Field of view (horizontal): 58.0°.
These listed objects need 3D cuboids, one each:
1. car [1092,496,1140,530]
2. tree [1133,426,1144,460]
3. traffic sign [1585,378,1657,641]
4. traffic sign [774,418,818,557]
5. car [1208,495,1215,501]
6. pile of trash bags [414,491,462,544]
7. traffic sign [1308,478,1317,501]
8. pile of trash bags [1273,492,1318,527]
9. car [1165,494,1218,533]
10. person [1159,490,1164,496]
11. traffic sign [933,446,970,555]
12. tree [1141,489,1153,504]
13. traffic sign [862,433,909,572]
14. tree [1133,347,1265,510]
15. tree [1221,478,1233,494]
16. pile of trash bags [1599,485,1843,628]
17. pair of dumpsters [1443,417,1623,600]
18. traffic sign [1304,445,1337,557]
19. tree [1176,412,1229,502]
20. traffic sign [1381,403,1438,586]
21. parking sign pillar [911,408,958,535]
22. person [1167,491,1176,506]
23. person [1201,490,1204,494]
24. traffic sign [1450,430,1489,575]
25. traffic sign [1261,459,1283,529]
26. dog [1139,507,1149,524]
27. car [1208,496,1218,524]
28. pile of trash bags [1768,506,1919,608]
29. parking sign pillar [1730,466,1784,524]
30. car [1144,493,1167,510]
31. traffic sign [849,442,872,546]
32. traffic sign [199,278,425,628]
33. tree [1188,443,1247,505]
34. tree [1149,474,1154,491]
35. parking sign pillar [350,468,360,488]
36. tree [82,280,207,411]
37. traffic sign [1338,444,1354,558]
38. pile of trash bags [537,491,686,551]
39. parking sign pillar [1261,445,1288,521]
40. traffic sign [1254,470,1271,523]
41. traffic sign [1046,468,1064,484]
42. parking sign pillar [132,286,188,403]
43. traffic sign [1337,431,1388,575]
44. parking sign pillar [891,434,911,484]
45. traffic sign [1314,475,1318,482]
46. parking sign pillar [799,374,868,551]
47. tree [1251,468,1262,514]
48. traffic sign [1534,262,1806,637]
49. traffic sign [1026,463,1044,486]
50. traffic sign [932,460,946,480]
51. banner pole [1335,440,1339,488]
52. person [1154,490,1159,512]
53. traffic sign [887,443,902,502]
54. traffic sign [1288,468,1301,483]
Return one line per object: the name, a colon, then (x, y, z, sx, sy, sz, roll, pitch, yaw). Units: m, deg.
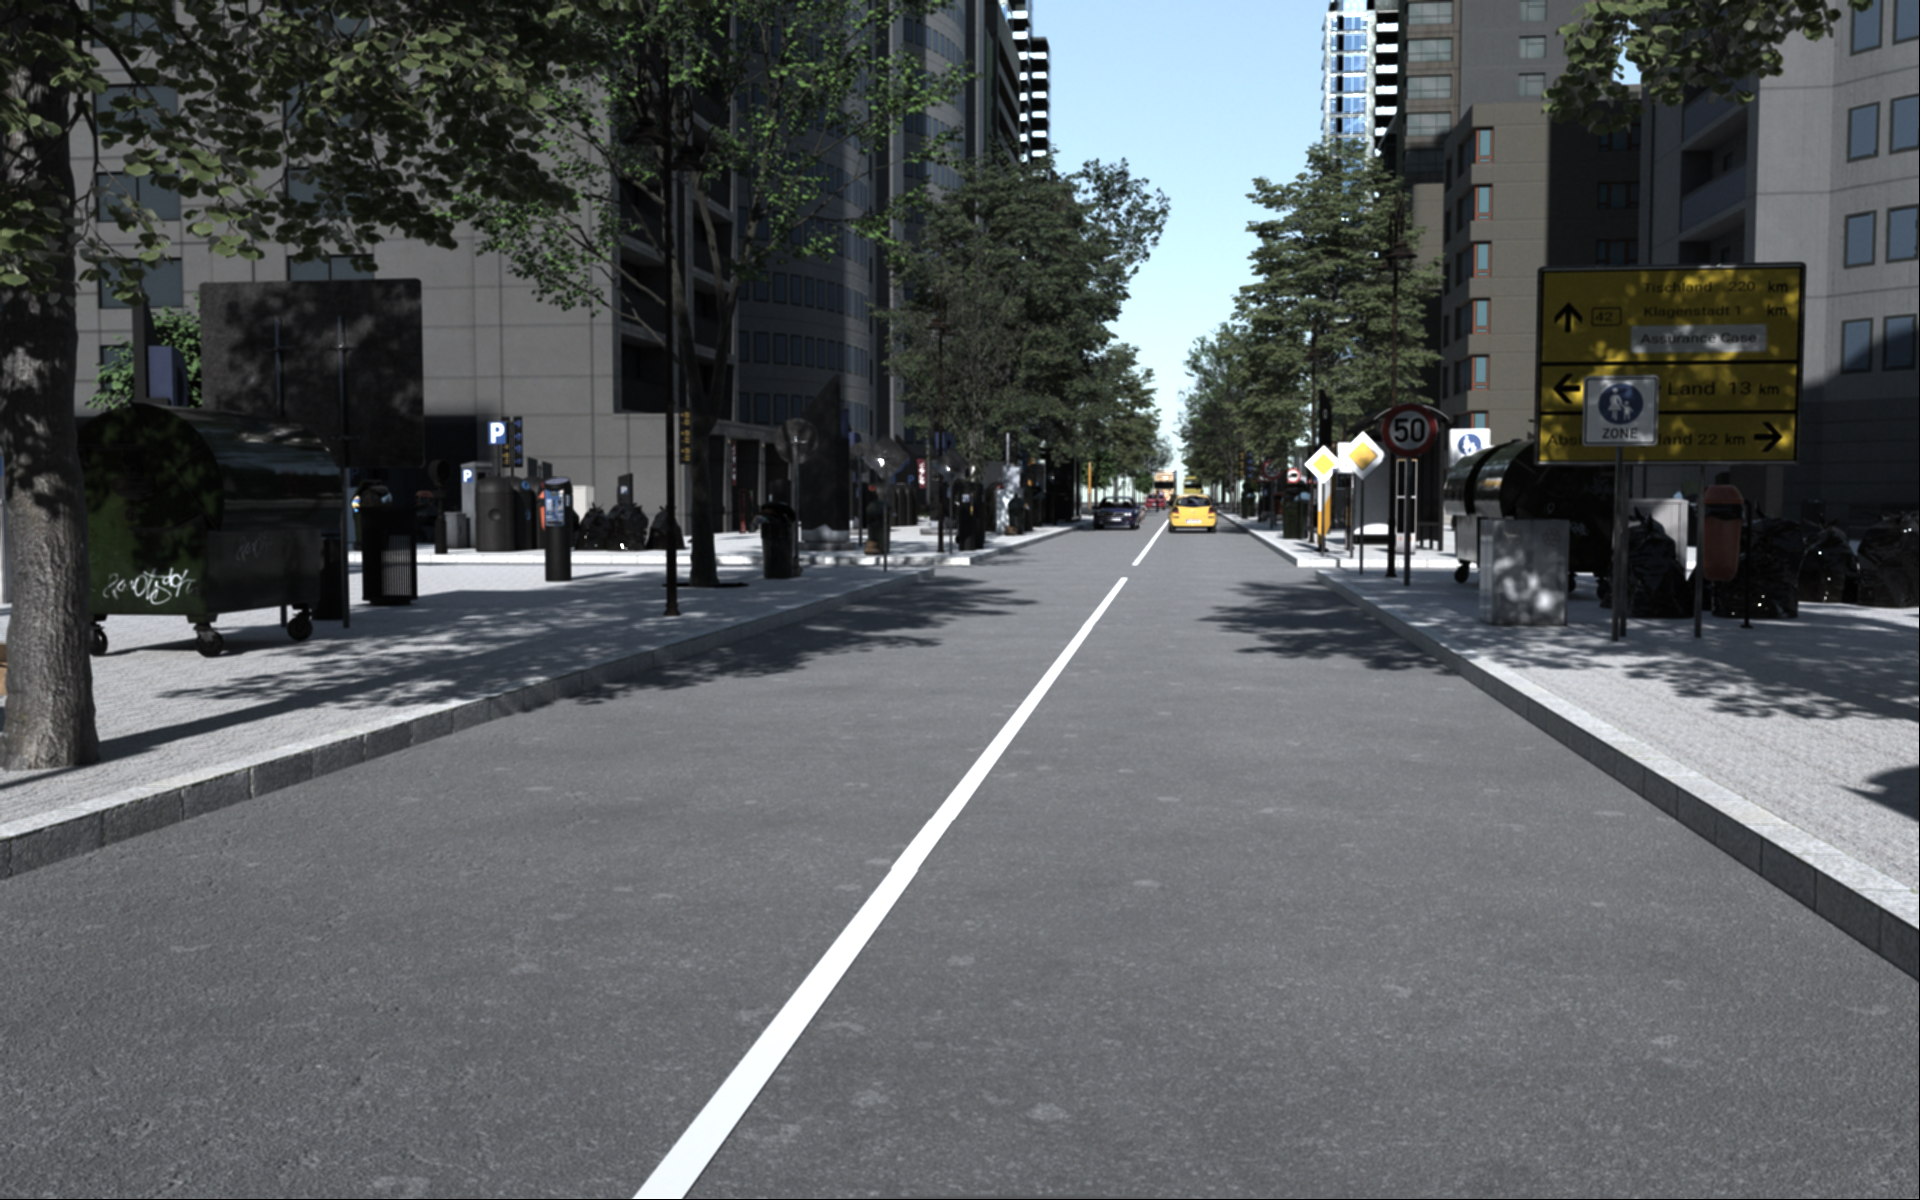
car: (6.364, -3.528, 70.262, 1.945, 1.354, 3.894, 1, 4, 8)
tree: (15.949, -13.175, 165.779, 4.360, 8.622, 3.978, 0, 3, 0)
traffic sign: (5.710, -0.789, 15.032, 0.606, 2.300, 0.079, 1, 4, 17)
traffic sign: (-2.755, -1.773, 29.090, 0.768, 2.556, 0.104, 1, 4, 11)
car: (18.032, -7.186, 129.498, 2.014, 1.417, 4.499, 0, 4, 8)
pile of trash bags: (-13.677, -2.220, 46.048, 1.912, 1.369, 3.447, -3, 5, -41)
traffic sign: (17.221, -5.113, 83.605, 0.884, 2.594, 0.081, 1, 4, 12)
pile of trash bags: (13.732, -3.586, 68.375, 1.912, 1.369, 3.447, -3, 5, -41)
car: (8.694, -3.347, 64.939, 2.015, 1.641, 3.980, 0, 4, 6)
person: (20.406, -10.204, 175.198, 0.709, 1.838, 0.599, 2, 4, 28)
traffic sign: (-0.189, -2.010, 36.498, 0.795, 2.450, 0.064, 0, 4, 7)
tree: (25.548, -14.772, 236.116, 1.663, 3.219, 1.824, 0, 3, 0)
traffic sign: (-1.232, -1.525, 28.581, 0.795, 2.450, 0.064, 0, 4, 7)
tree: (22.024, -14.105, 140.985, 12.009, 13.543, 11.850, 0, 3, 0)
tree: (27.936, -11.351, 180.192, 1.663, 3.219, 1.824, 0, 3, 0)
pile of trash bags: (7.757, -0.506, 18.026, 1.912, 1.369, 3.447, 1, 4, 17)
pair of dumpsters: (7.511, -1.247, 22.881, 1.574, 2.255, 4.437, 0, 4, 7)
traffic sign: (7.437, -1.947, 35.477, 0.795, 2.450, 0.064, 0, 4, 7)
tree: (36.728, -21.175, 252.872, 9.857, 13.997, 8.962, 0, 3, 0)
traffic sign: (6.268, -1.474, 24.213, 0.768, 2.556, 0.104, 1, 4, 14)
parking sign pillar: (-0.539, -4.051, 54.708, 1.447, 3.967, 1.447, 1, 4, 20)
person: (19.940, -9.363, 162.303, 1.217, 1.735, 0.721, 0, 4, -8)
person: (22.905, -9.485, 163.576, 0.705, 1.824, 1.348, -1, 4, -10)
traffic sign: (8.009, -1.538, 27.273, 0.606, 2.300, 0.079, 1, 4, 17)
traffic sign: (11.405, -3.867, 63.327, 0.768, 2.556, 0.104, 1, 4, 14)
dog: (8.723, -4.107, 83.994, 0.513, 0.831, 0.800, -2, 4, -24)
car: (11.529, -4.355, 83.781, 1.945, 1.354, 3.894, 0, 4, 6)
pile of trash bags: (11.743, -0.651, 20.395, 3.447, 1.369, 1.912, 0, 4, -5)
parking sign pillar: (17.688, -3.057, 38.461, 1.447, 3.967, 1.447, -1, 4, -11)
car: (17.884, -9.128, 158.284, 2.155, 1.783, 4.494, 1, 4, 8)
traffic sign: (-2.437, -2.584, 42.351, 0.768, 2.556, 0.104, 1, 4, 13)
traffic sign: (-6.201, -1.387, 16.554, 2.265, 3.308, 0.079, 1, 4, 9)
tree: (29.885, -15.943, 195.079, 8.767, 10.594, 7.601, -1, 4, -12)
tree: (22.848, -14.233, 216.425, 4.285, 4.588, 4.351, 0, 3, 0)
parking sign pillar: (-37.816, -7.186, 105.970, 1.447, 3.967, 1.447, -2, 4, -33)
tree: (-11.670, -2.635, 26.791, 4.285, 4.588, 4.351, 0, 3, 0)
traffic sign: (7.806, -1.978, 34.462, 0.606, 2.300, 0.079, 1, 4, 11)
pile of trash bags: (-8.013, -1.799, 39.159, 1.912, 1.369, 3.447, 3, 5, 42)
parking sign pillar: (14.972, -5.743, 82.368, 1.447, 3.967, 1.447, -2, 4, -34)
traffic sign: (13.427, -4.680, 76.528, 0.884, 2.594, 0.081, 1, 4, 15)
traffic sign: (4.054, -4.452, 73.979, 0.795, 2.450, 0.064, 1, 4, 17)
parking sign pillar: (-10.681, -2.124, 23.204, 1.447, 3.967, 1.447, -1, 4, -14)
traffic sign: (6.394, -1.463, 27.560, 0.795, 2.450, 0.064, 0, 4, 7)
parking sign pillar: (-2.575, -5.459, 77.719, 1.447, 3.967, 1.447, -3, 4, -38)
traffic sign: (15.854, -4.667, 76.411, 0.768, 2.556, 0.104, 1, 4, 15)
parking sign pillar: (-3.098, -3.132, 39.685, 1.447, 3.967, 1.447, -3, 5, -43)
tree: (19.249, -7.222, 112.689, 1.663, 3.219, 1.824, 0, 3, 0)
traffic sign: (6.288, -1.320, 15.448, 2.265, 3.308, 0.079, 0, 4, 8)
traffic sign: (3.093, -4.368, 71.529, 0.768, 2.556, 0.104, 1, 4, 12)
traffic sign: (-0.549, -3.031, 51.679, 0.606, 2.300, 0.079, 1, 4, 10)
banner pole: (17.129, -5.470, 79.455, 0.863, 3.779, 0.401, -2, 4, -35)
person: (15.604, -7.856, 137.666, 0.721, 1.735, 1.217, 0, 4, -7)
traffic sign: (-1.720, -2.530, 41.469, 0.768, 2.556, 0.104, 1, 4, 16)
traffic sign: (16.063, -5.108, 83.616, 0.768, 2.556, 0.104, 1, 4, 13)
